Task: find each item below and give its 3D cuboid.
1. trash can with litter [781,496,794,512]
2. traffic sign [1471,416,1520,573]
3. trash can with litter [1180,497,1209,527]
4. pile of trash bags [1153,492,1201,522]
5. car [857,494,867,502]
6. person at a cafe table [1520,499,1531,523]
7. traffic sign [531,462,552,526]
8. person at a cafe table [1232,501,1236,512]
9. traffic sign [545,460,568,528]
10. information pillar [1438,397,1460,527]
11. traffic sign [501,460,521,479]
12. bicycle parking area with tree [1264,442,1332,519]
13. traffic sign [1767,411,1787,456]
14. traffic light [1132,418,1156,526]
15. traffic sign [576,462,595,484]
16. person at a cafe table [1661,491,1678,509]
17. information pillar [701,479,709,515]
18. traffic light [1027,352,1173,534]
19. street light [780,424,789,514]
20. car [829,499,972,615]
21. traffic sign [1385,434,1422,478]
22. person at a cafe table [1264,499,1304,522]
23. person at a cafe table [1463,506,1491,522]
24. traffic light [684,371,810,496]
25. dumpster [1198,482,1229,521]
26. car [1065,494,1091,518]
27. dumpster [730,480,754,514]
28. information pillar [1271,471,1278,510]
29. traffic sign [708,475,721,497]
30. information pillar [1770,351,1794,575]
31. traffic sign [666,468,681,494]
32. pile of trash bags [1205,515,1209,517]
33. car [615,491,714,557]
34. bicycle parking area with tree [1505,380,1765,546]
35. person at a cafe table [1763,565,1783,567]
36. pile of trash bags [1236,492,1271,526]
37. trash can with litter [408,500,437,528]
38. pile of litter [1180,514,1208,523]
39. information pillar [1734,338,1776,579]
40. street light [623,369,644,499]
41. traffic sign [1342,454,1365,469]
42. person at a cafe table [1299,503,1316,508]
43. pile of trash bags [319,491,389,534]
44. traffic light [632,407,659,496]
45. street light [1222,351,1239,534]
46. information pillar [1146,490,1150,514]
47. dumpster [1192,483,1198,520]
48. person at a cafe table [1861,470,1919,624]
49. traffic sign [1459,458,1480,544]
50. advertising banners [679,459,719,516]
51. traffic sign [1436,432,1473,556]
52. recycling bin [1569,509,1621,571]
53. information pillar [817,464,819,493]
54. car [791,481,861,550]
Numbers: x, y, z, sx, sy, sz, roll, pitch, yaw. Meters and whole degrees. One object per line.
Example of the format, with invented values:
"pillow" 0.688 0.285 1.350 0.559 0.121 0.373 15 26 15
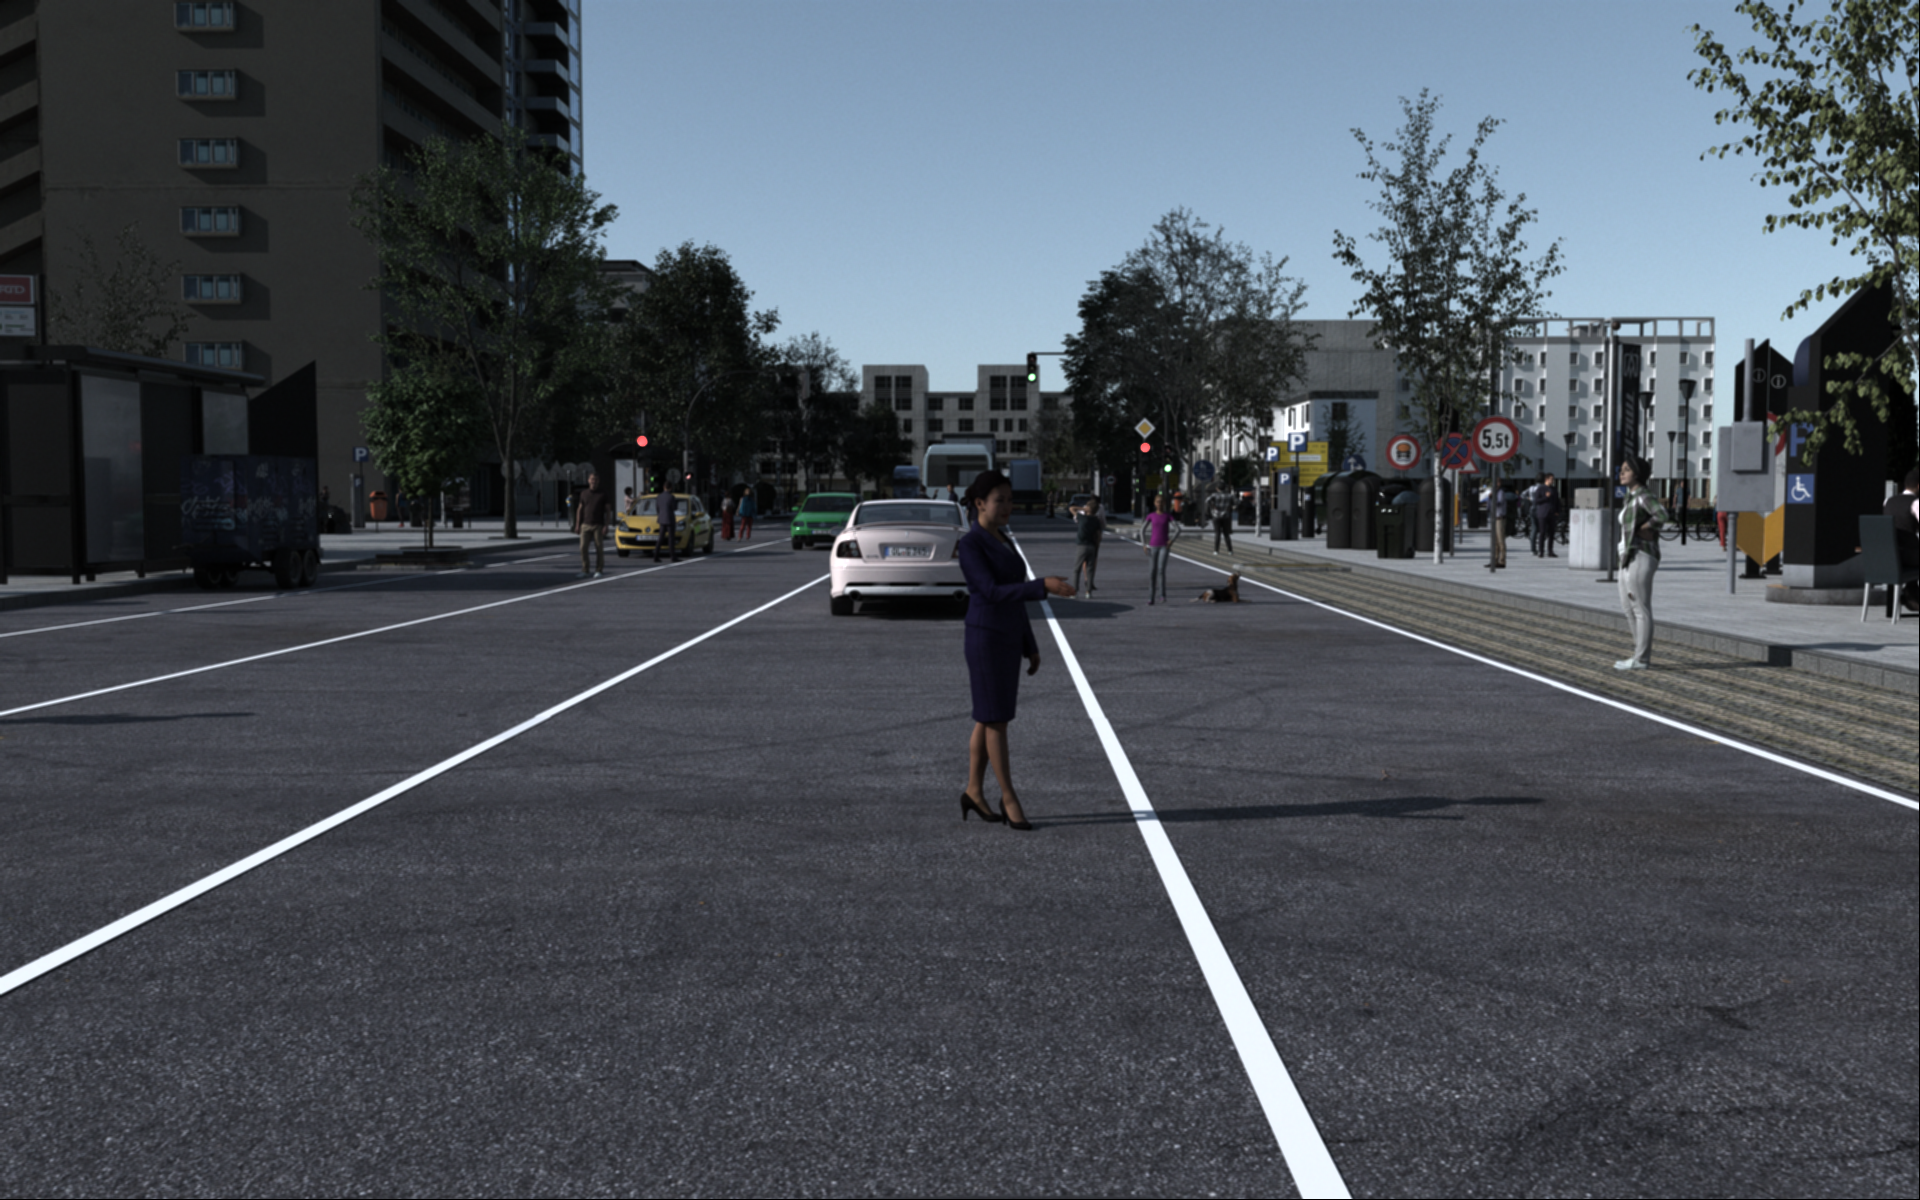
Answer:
"trash can with litter" -14.153 -7.737 137.561 1.678 1.210 2.233 -2 4 -35
"traffic sign" 8.705 -1.720 28.221 0.768 2.556 0.104 0 4 8
"trash can with litter" 9.255 -3.480 68.288 1.055 1.170 0.624 -1 4 -17
"pile of trash bags" 10.002 -4.333 80.602 1.912 1.369 3.447 0 4 -1
"car" -6.352 -5.404 100.159 2.131 1.459 4.920 0 4 2
"person at a cafe table" 24.320 -3.902 74.658 1.698 1.238 1.726 1 4 18
"traffic sign" -16.704 -4.228 69.134 0.884 2.594 0.081 0 4 4
"person at a cafe table" 22.199 -7.598 135.083 1.726 1.238 1.698 0 4 6
"traffic sign" -15.401 -4.046 66.149 0.884 2.594 0.081 0 4 4
"information pillar" 11.601 -3.049 41.211 0.504 3.616 0.183 1 4 19
"traffic sign" -16.361 -3.853 63.099 0.768 2.556 0.104 0 4 7
"bicycle parking area with tree" 19.054 -6.434 92.201 9.016 4.147 8.231 3 5 39
"traffic sign" 12.235 -1.617 26.536 0.768 2.556 0.104 1 4 11
"traffic light" 6.757 -4.568 63.605 0.839 4.253 0.868 0 4 1
"traffic sign" -14.831 -4.189 68.589 0.768 2.556 0.104 0 4 1
"person at a cafe table" 55.800 -7.764 135.464 1.698 1.524 1.622 1 4 18
"information pillar" -12.587 -4.947 85.379 0.304 2.012 0.304 -2 4 -28
"traffic light" 4.514 -4.945 55.519 4.771 5.953 1.251 0 4 1
"street light" -11.177 -8.439 110.765 0.468 5.910 1.993 0 4 1
"car" -0.634 -0.579 21.832 2.083 1.381 4.827 0 4 -1
"traffic sign" 9.445 -2.255 36.975 0.768 2.556 0.104 0 4 1
"person at a cafe table" 14.851 -4.231 80.037 1.698 1.238 1.726 -3 4 -38
"person at a cafe table" 24.574 -4.270 80.667 1.698 1.238 1.726 -3 5 -43
"traffic light" -7.929 -5.458 63.898 4.771 5.953 1.251 0 4 1
"dumpster" 12.318 -4.735 83.177 1.264 1.857 1.865 0 4 1
"car" 7.320 -5.610 103.732 2.014 1.417 4.499 0 4 1
"dumpster" -13.878 -6.631 110.907 1.502 2.255 1.985 0 4 1
"information pillar" 10.082 -3.100 55.174 0.304 2.012 0.304 0 4 -1
"traffic sign" -14.827 -6.385 104.493 0.768 2.556 0.104 0 4 7
"information pillar" 13.017 -2.207 27.438 0.504 3.616 0.183 1 4 19
"traffic sign" -14.021 -5.173 84.687 0.768 2.556 0.104 0 4 7
"pile of trash bags" 12.720 -5.366 97.481 3.447 1.369 1.912 -3 4 -36
"car" -6.888 -1.855 40.553 2.015 1.641 3.980 0 4 2
"bicycle parking area with tree" 18.607 -3.620 46.194 9.016 4.147 8.231 2 4 24
"person at a cafe table" 14.745 -1.315 30.020 1.622 1.524 1.698 0 4 -8
"pile of trash bags" 12.172 -3.724 70.646 1.912 1.369 3.447 -1 4 -9
"trash can with litter" -20.678 -3.380 66.655 1.055 1.170 0.624 0 4 5
"pile of litter" 10.375 -3.815 76.337 1.719 0.858 1.176 -3 5 -42
"information pillar" 11.940 -2.129 26.163 0.504 3.616 0.183 0 4 -1
"street light" -12.066 -5.590 64.184 0.468 5.910 1.993 0 4 1
"traffic sign" 12.598 -3.386 55.460 0.768 2.556 0.104 0 4 3
"person at a cafe table" 20.903 -5.855 104.246 1.622 1.524 1.698 1 4 15
"pile of trash bags" -20.233 -2.830 56.016 3.447 1.369 1.912 -2 4 -34
"traffic light" -10.172 -4.098 55.919 0.839 4.253 0.868 0 4 1
"street light" 8.613 -5.032 55.063 0.468 5.910 1.993 0 4 1
"information pillar" 11.896 -6.466 110.208 0.304 2.012 0.304 -1 4 -16
"dumpster" 12.153 -4.930 86.361 1.264 1.857 1.865 0 4 1
"person at a cafe table" 9.852 -0.546 17.445 1.622 1.524 1.698 -1 4 -19
"traffic sign" 12.915 -2.727 44.595 0.884 2.594 0.081 1 4 10
"advertising banners" -13.148 -5.573 87.310 2.074 3.025 0.090 -1 4 -21
"traffic sign" 10.152 -2.175 35.672 0.768 2.556 0.104 1 4 11
"recycling bin" 10.857 -1.031 29.406 0.722 1.027 0.722 -2 4 -25
"information pillar" -11.178 -8.882 136.582 0.183 3.616 0.504 -1 4 -8
"car" -3.404 -2.273 45.961 1.959 1.807 4.718 0 4 2
